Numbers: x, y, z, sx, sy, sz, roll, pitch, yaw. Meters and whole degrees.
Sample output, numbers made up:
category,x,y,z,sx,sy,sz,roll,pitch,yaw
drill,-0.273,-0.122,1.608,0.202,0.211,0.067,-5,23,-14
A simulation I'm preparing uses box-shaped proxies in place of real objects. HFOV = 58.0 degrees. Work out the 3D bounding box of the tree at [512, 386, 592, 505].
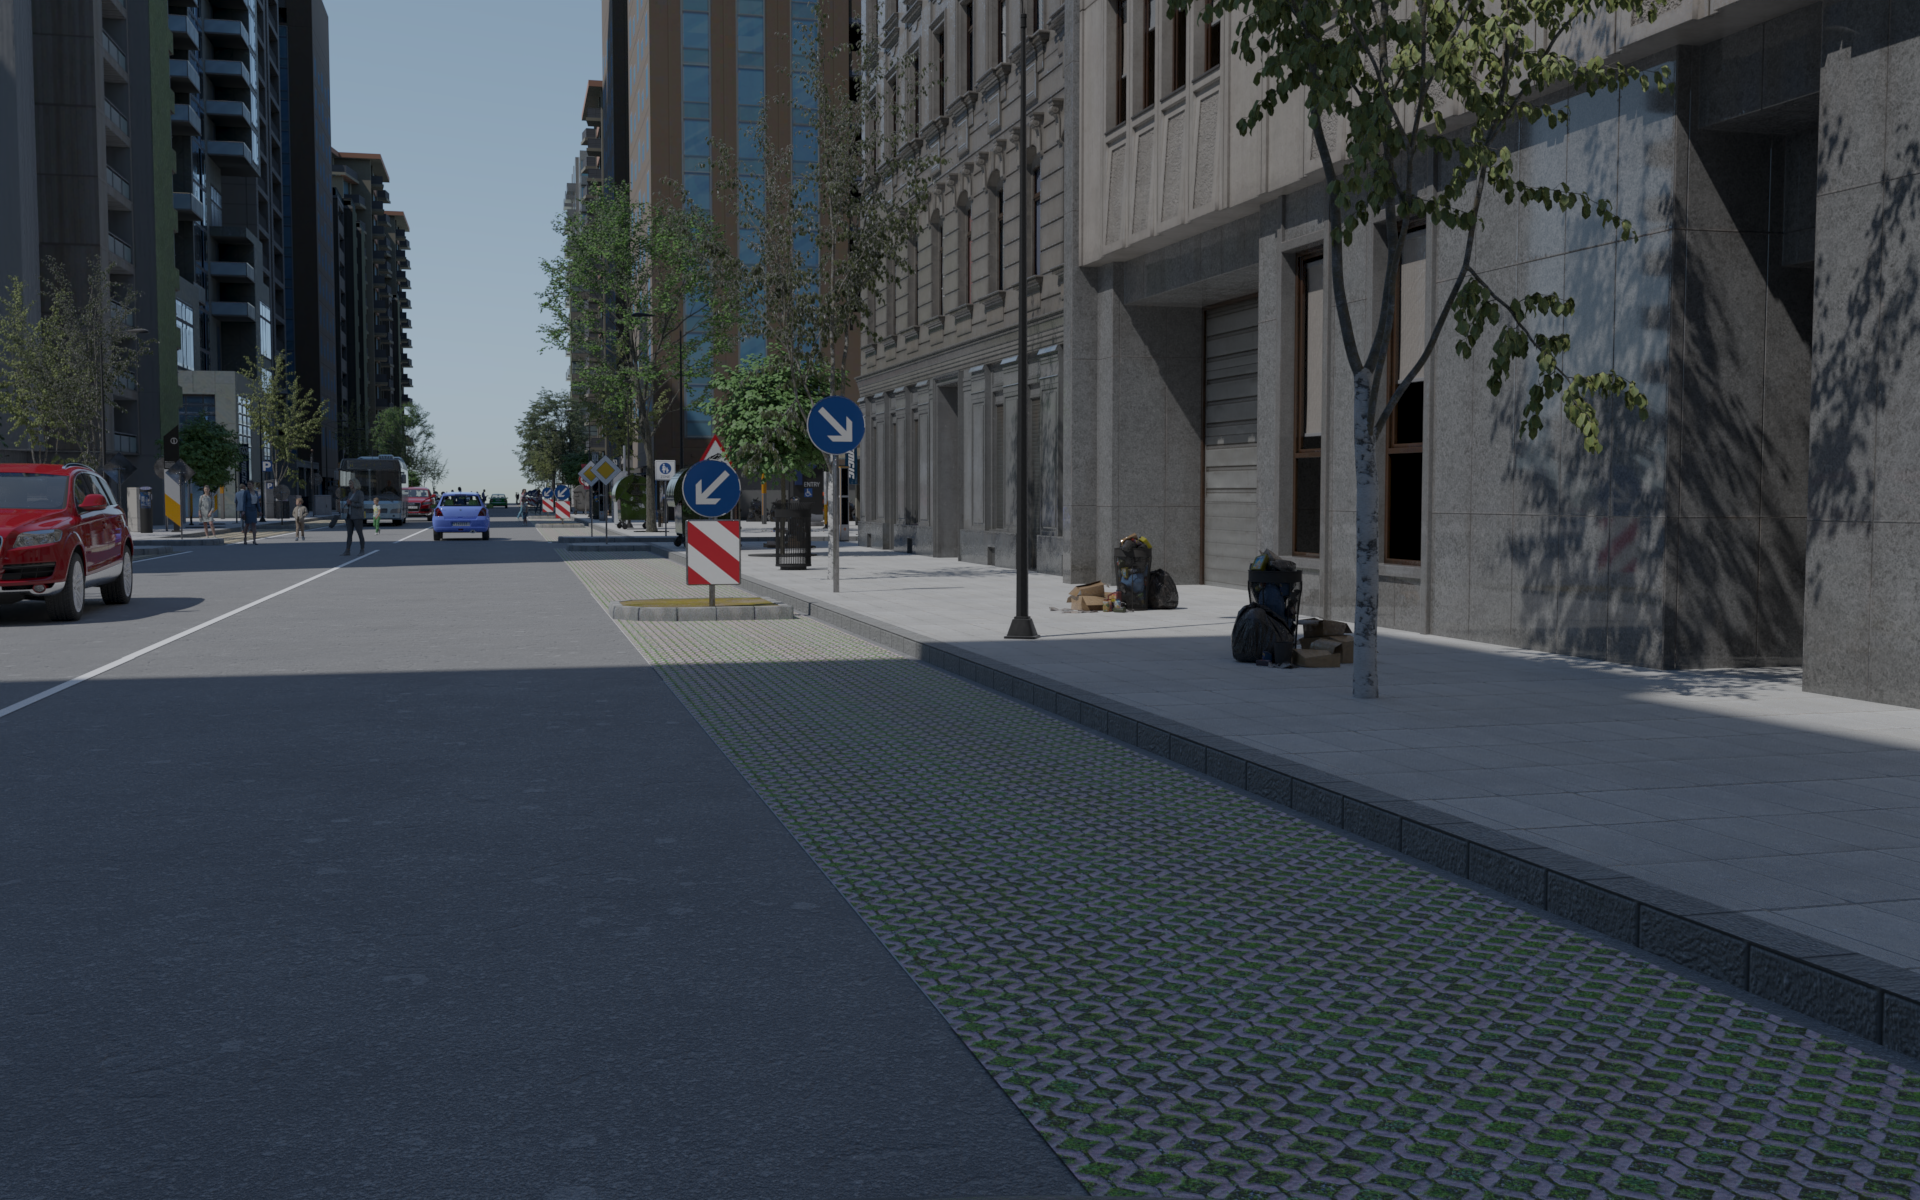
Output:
category,x,y,z,sx,sy,sz,roll,pitch,yaw
tree,-48.317,-18.308,205.985,9.857,13.997,8.962,0,3,0

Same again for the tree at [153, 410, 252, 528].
category,x,y,z,sx,sy,sz,roll,pitch,yaw
tree,-28.761,-5.037,66.063,4.285,4.588,4.351,0,3,0

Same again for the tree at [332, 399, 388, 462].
category,x,y,z,sx,sy,sz,roll,pitch,yaw
tree,-47.078,-11.317,135.398,4.360,8.622,3.978,0,3,0

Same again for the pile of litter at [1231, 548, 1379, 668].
category,x,y,z,sx,sy,sz,roll,pitch,yaw
pile of litter,2.707,0.028,13.511,1.176,0.858,1.719,3,4,37

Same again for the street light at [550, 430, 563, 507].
category,x,y,z,sx,sy,sz,roll,pitch,yaw
street light,-28.697,-9.325,125.004,1.470,5.913,1.316,-1,4,-15

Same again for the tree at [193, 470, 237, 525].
category,x,y,z,sx,sy,sz,roll,pitch,yaw
tree,-31.597,-4.783,72.804,1.663,3.219,1.824,0,3,0

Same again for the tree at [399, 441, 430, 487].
category,x,y,z,sx,sy,sz,roll,pitch,yaw
tree,-68.716,-16.245,215.966,4.360,8.622,3.978,0,3,0

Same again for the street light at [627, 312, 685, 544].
category,x,y,z,sx,sy,sz,roll,pitch,yaw
street light,-7.708,-4.404,44.542,1.470,5.913,1.316,-1,4,-15

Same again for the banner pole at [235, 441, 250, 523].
category,x,y,z,sx,sy,sz,roll,pitch,yaw
banner pole,-31.411,-5.238,75.650,0.863,3.779,0.401,0,4,4

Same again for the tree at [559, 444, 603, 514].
category,x,y,z,sx,sy,sz,roll,pitch,yaw
tree,-24.615,-7.930,113.364,4.285,4.588,4.351,0,3,0

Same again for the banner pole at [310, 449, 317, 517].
category,x,y,z,sx,sy,sz,roll,pitch,yaw
banner pole,-36.185,-6.528,96.748,0.401,3.779,0.863,-1,4,-12

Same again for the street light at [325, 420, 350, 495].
category,x,y,z,sx,sy,sz,roll,pitch,yaw
street light,-39.105,-8.317,108.518,1.470,5.913,1.316,-1,4,-15

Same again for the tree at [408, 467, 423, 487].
category,x,y,z,sx,sy,sz,roll,pitch,yaw
tree,-65.835,-13.653,206.941,4.285,4.588,4.351,0,3,0

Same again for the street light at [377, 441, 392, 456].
category,x,y,z,sx,sy,sz,roll,pitch,yaw
street light,-50.557,-10.987,152.182,1.470,5.913,1.316,-1,4,-15

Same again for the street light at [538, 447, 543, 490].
category,x,y,z,sx,sy,sz,roll,pitch,yaw
street light,-40.272,-12.041,169.409,1.470,5.913,1.316,-1,4,-15

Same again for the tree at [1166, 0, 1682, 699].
category,x,y,z,sx,sy,sz,roll,pitch,yaw
tree,2.582,-3.674,10.439,4.737,8.622,4.395,0,3,0

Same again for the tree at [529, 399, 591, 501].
category,x,y,z,sx,sy,sz,roll,pitch,yaw
tree,-30.266,-11.182,133.183,4.360,8.622,3.978,0,3,0

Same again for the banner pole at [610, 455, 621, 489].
category,x,y,z,sx,sy,sz,roll,pitch,yaw
banner pole,-20.753,-7.017,104.742,0.863,3.779,0.401,-1,4,-11

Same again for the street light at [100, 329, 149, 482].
category,x,y,z,sx,sy,sz,roll,pitch,yaw
street light,-23.492,-4.659,48.713,1.470,5.913,1.316,-1,4,-15

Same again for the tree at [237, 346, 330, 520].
category,x,y,z,sx,sy,sz,roll,pitch,yaw
tree,-34.096,-8.345,86.809,4.737,8.622,4.395,0,3,0

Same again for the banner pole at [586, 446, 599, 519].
category,x,y,z,sx,sy,sz,roll,pitch,yaw
banner pole,-19.177,-6.148,90.542,0.863,3.779,0.401,2,4,30

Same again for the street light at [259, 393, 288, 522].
category,x,y,z,sx,sy,sz,roll,pitch,yaw
street light,-31.400,-6.525,79.228,1.470,5.913,1.316,-1,4,-15

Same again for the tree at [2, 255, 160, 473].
category,x,y,z,sx,sy,sz,roll,pitch,yaw
tree,-26.524,-6.242,52.427,4.360,8.622,3.978,0,3,0

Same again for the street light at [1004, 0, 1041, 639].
category,x,y,z,sx,sy,sz,roll,pitch,yaw
street light,0.029,-2.605,15.133,1.470,5.913,1.316,-1,4,-15

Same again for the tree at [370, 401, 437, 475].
category,x,y,z,sx,sy,sz,roll,pitch,yaw
tree,-61.641,-16.269,191.747,9.928,11.665,9.643,0,3,0

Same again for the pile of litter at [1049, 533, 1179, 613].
category,x,y,z,sx,sy,sz,roll,pitch,yaw
pile of litter,1.722,-0.325,19.272,1.719,0.858,1.176,-2,4,-23

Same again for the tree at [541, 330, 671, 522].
category,x,y,z,sx,sy,sz,roll,pitch,yaw
tree,-15.515,-7.825,78.296,4.737,8.622,4.395,0,3,0

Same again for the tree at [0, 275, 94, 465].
category,x,y,z,sx,sy,sz,roll,pitch,yaw
tree,-30.974,-6.593,58.164,4.737,8.622,4.395,0,3,0

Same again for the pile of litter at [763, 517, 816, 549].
category,x,y,z,sx,sy,sz,roll,pitch,yaw
pile of litter,-4.064,-1.672,41.303,1.176,0.858,1.719,-1,4,-20

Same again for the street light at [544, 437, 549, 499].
category,x,y,z,sx,sy,sz,roll,pitch,yaw
street light,-32.690,-10.248,140.087,1.470,5.913,1.316,-1,4,-15

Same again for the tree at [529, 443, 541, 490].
category,x,y,z,sx,sy,sz,roll,pitch,yaw
tree,-46.333,-14.982,195.320,4.737,8.622,4.395,0,3,0

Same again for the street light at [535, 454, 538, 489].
category,x,y,z,sx,sy,sz,roll,pitch,yaw
street light,-47.904,-13.833,198.717,1.470,5.913,1.316,-1,4,-15

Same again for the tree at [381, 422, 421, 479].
category,x,y,z,sx,sy,sz,roll,pitch,yaw
tree,-57.708,-13.907,177.745,4.737,8.622,4.395,0,3,0

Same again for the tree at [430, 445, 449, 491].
category,x,y,z,sx,sy,sz,roll,pitch,yaw
tree,-74.909,-17.840,242.043,4.360,8.622,3.978,0,3,0

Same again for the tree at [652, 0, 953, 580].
category,x,y,z,sx,sy,sz,roll,pitch,yaw
tree,-2.099,-4.614,25.803,4.360,8.622,3.978,0,3,0

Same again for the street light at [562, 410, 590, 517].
category,x,y,z,sx,sy,sz,roll,pitch,yaw
street light,-20.942,-7.512,95.365,1.470,5.913,1.316,-1,4,-15

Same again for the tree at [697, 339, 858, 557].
category,x,y,z,sx,sy,sz,roll,pitch,yaw
tree,-3.751,-3.183,35.762,4.285,4.588,4.351,0,3,0

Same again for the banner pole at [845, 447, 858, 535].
category,x,y,z,sx,sy,sz,roll,pitch,yaw
banner pole,-3.278,-3.935,54.354,0.863,3.779,0.401,2,4,29

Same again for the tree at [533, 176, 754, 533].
category,x,y,z,sx,sy,sz,roll,pitch,yaw
tree,-10.526,-8.079,57.851,9.928,11.665,9.643,0,3,0

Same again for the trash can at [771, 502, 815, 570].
category,x,y,z,sx,sy,sz,roll,pitch,yaw
trash can,-2.821,-1.079,29.300,0.748,1.137,0.748,0,3,0

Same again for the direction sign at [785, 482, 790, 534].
category,x,y,z,sx,sy,sz,roll,pitch,yaw
direction sign,-5.488,-3.888,55.573,0.379,3.537,0.876,-2,4,-27

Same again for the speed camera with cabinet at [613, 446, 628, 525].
category,x,y,z,sx,sy,sz,roll,pitch,yaw
speed camera with cabinet,-14.011,-4.719,71.493,0.660,3.252,2.038,-1,4,-10

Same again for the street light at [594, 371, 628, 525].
category,x,y,z,sx,sy,sz,roll,pitch,yaw
street light,-12.990,-5.654,64.991,1.470,5.913,1.316,-1,4,-15

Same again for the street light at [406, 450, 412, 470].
category,x,y,z,sx,sy,sz,roll,pitch,yaw
street light,-58.346,-12.817,182.094,1.470,5.913,1.316,-1,4,-15

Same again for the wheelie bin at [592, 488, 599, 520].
category,x,y,z,sx,sy,sz,roll,pitch,yaw
wheelie bin,-18.174,-4.855,87.285,0.693,1.594,0.980,-1,4,-10

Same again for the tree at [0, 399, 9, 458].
category,x,y,z,sx,sy,sz,roll,pitch,yaw
tree,-21.572,-3.180,35.709,4.285,4.588,4.351,0,3,0

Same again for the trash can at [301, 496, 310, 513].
category,x,y,z,sx,sy,sz,roll,pitch,yaw
trash can,-41.204,-5.938,108.737,0.748,1.137,0.748,0,3,0

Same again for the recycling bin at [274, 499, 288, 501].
category,x,y,z,sx,sy,sz,roll,pitch,yaw
recycling bin,-38.512,-5.229,98.049,0.722,1.027,0.722,-3,5,-41
